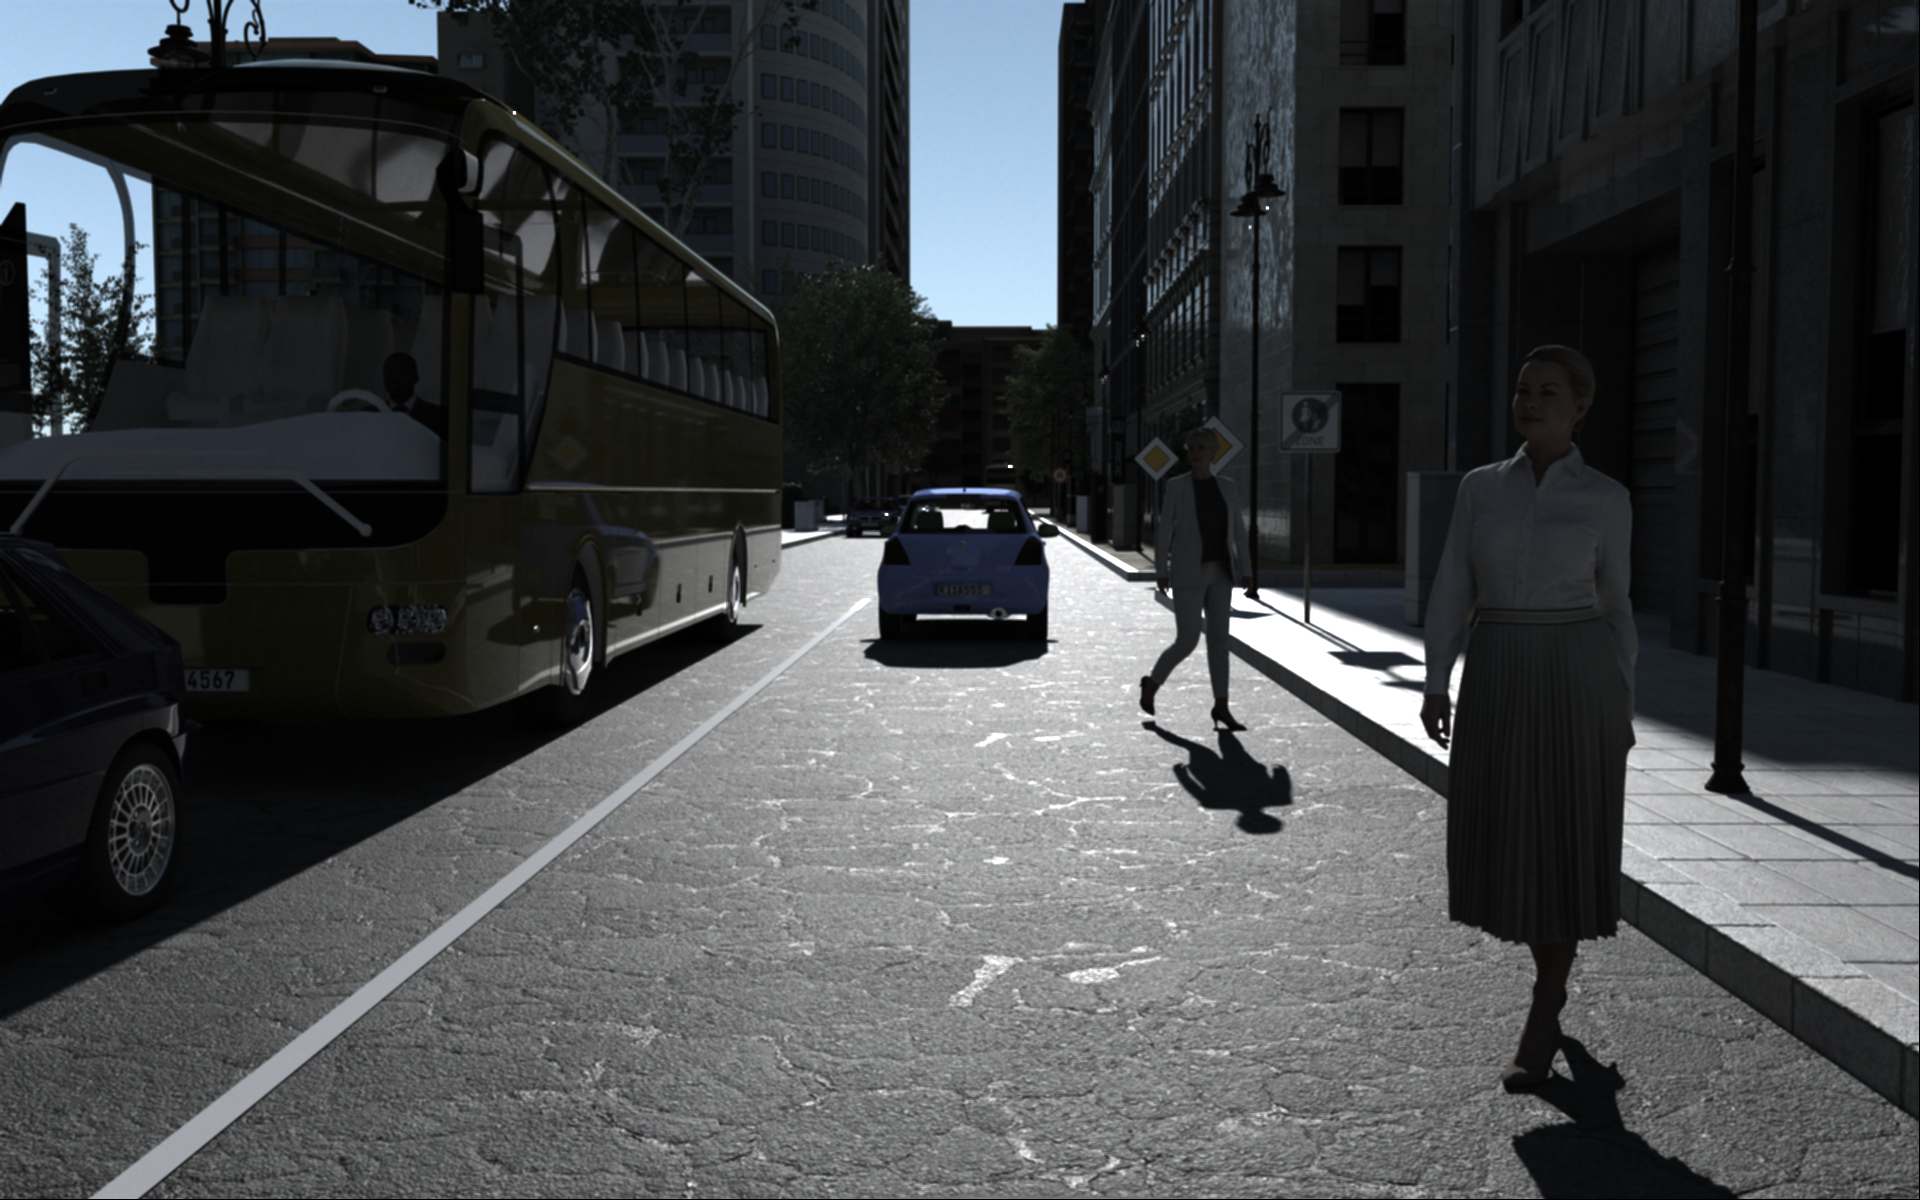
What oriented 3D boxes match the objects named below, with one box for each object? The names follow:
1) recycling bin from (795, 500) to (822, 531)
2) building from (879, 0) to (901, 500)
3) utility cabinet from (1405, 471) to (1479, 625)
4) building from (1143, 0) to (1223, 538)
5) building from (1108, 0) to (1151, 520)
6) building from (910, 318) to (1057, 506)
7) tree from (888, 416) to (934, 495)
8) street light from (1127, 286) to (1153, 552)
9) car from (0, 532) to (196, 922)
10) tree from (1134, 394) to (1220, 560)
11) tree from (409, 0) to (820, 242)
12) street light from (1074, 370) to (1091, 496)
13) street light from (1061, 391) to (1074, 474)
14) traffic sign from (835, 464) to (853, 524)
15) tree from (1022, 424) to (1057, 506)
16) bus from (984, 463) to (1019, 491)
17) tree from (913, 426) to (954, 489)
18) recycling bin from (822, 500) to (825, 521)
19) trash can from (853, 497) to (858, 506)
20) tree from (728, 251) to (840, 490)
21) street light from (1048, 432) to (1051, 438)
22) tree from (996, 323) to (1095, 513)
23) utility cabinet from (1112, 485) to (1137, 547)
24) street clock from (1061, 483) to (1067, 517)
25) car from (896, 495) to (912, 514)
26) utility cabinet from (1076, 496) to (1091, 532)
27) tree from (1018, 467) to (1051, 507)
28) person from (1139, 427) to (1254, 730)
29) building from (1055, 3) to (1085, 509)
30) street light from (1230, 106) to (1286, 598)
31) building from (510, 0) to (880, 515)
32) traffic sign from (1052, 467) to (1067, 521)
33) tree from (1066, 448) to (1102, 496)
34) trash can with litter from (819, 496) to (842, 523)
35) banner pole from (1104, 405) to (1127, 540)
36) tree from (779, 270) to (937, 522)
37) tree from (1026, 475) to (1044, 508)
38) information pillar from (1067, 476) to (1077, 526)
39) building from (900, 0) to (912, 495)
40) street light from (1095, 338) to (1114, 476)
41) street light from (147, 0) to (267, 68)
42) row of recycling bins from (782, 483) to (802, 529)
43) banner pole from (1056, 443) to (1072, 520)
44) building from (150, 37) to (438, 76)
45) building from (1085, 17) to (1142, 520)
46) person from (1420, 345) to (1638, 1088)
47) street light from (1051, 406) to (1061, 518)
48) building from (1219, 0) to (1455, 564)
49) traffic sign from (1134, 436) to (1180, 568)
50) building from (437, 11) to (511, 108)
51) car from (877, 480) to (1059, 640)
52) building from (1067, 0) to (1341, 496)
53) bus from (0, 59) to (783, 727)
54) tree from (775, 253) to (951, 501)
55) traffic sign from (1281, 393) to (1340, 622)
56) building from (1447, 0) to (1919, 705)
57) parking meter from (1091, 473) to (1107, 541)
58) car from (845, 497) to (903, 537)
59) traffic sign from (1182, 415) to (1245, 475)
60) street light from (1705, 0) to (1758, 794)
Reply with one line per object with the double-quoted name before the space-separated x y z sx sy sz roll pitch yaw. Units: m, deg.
"recycling bin" -5.284 -2.885 59.732 0.722 1.027 0.722 0 4 6
"building" -16.207 -31.812 143.821 21.300 48.544 21.600 0 4 1
"utility cabinet" 4.951 -0.500 16.849 1.173 1.500 0.318 -1 4 -11
"building" 10.930 -12.352 51.107 9.793 20.994 18.267 0 4 1
"building" 14.017 -17.066 72.532 14.314 27.812 24.014 0 4 1
"building" -2.795 -22.007 204.856 28.899 21.520 27.650 0 4 1
"tree" -3.914 -11.021 130.555 4.737 8.622 4.395 0 3 0
"street light" 3.993 -4.023 38.570 0.468 5.910 1.993 0 4 1
"car" -3.641 0.490 4.569 1.945 1.354 3.894 0 4 2
"tree" 4.509 -2.393 33.725 1.663 3.219 1.824 0 3 0
"tree" -8.025 -11.214 39.245 12.611 20.169 13.585 0 3 0
"street light" 4.645 -5.617 64.625 0.468 5.910 1.993 0 4 1
"street light" 4.941 -6.411 77.606 0.468 5.910 1.993 0 4 1
"traffic sign" -4.908 -4.465 73.109 0.768 2.556 0.104 0 4 4
"tree" 8.359 -14.217 182.810 4.737 8.622 4.395 0 3 0
"bus" 3.294 -8.952 137.913 2.896 3.916 12.252 0 4 2
"tree" -2.636 -13.915 177.869 4.360 8.622 3.978 0 3 0
"recycling bin" -6.455 -4.033 78.494 0.722 1.027 0.722 0 4 1
"trash can" -5.835 -5.234 97.230 0.748 1.137 0.748 0 3 0
"tree" -5.802 -6.209 51.881 4.737 8.622 4.395 0 3 0
"street light" 5.540 -8.048 104.375 0.468 5.910 1.993 0 4 1
"tree" 6.276 -12.032 114.842 7.486 12.596 7.792 0 3 0
"utility cabinet" 4.006 -2.026 41.805 0.318 1.500 1.173 2 4 25
"street clock" 5.934 -5.739 98.403 0.358 2.002 0.471 -1 4 -14
"car" -1.920 -3.607 70.969 2.014 1.417 4.499 0 4 2
"utility cabinet" 4.234 -2.883 58.303 0.306 1.237 1.020 -1 4 -17
"tree" 7.510 -11.738 175.635 4.285 4.588 4.351 0 3 0
"person" 1.458 -0.145 10.754 0.514 1.842 0.818 -3 4 -37
"building" 15.970 -30.981 156.647 14.600 45.320 14.200 0 4 1
"street light" 3.618 -2.962 21.221 0.468 5.910 1.993 0 4 1
"building" -16.983 -35.270 118.668 21.231 58.520 28.212 0 4 1
"traffic sign" 4.710 -4.994 81.756 0.768 2.556 0.104 0 4 5
"tree" 5.108 -4.806 73.187 1.663 3.219 1.824 0 3 0
"trash can with litter" -6.057 -4.021 76.803 1.678 1.210 2.233 0 4 -4
"banner pole" 4.327 -3.597 48.836 0.863 3.779 0.401 -2 4 -24
"tree" -4.877 -9.395 79.356 9.928 11.665 9.643 0 3 0
"tree" 7.239 -10.178 161.012 1.663 3.219 1.824 0 3 0
"information pillar" 4.487 -3.977 69.518 0.304 2.012 0.304 -1 4 -18
"building" -15.590 -44.664 168.510 20.611 71.187 20.563 0 4 1
"street light" 4.281 -4.817 51.552 0.468 5.910 1.993 0 4 1
"street light" -6.262 -2.567 14.755 0.468 5.910 1.993 0 4 1
"row of recycling bins" -6.611 -3.547 65.103 1.069 1.692 3.534 0 4 7
"banner pole" 5.178 -5.859 85.809 0.863 3.779 0.401 -1 4 -23
"building" -61.943 -31.477 169.272 28.867 44.769 22.147 0 4 1
"building" 14.048 -18.889 94.744 13.634 28.700 20.117 0 4 1
"person" 1.475 0.265 4.399 0.478 1.798 0.641 3 4 39
"street light" 5.180 -7.224 90.893 0.468 5.910 1.993 0 4 1
"building" 14.584 -11.098 36.208 16.860 20.320 10.420 0 4 1
"traffic sign" 3.392 -1.609 29.952 0.795 2.450 0.064 0 4 1
"building" -36.718 -33.320 168.486 21.600 48.544 21.300 0 4 1
"car" 0.087 -0.535 18.331 1.945 1.707 3.694 0 4 2
"building" 19.667 -29.386 135.081 22.147 44.769 28.867 0 4 1
"bus" -3.455 -1.367 13.899 2.896 3.916 12.252 0 4 2
"tree" -5.227 -11.235 90.351 9.857 13.997 8.962 0 3 0
"traffic sign" 3.470 -0.925 17.250 0.606 2.300 0.079 0 4 3
"building" 11.449 -11.708 9.452 12.078 24.808 19.932 0 4 1
"parking meter" 3.824 -2.569 47.713 0.399 1.863 0.255 -2 4 -28
"car" -2.882 -2.842 59.044 1.945 1.354 3.894 0 4 3
"traffic sign" 3.210 -1.121 21.969 0.795 2.450 0.064 0 4 1
"street light" 3.325 -2.112 7.327 0.468 5.910 1.993 0 4 1
